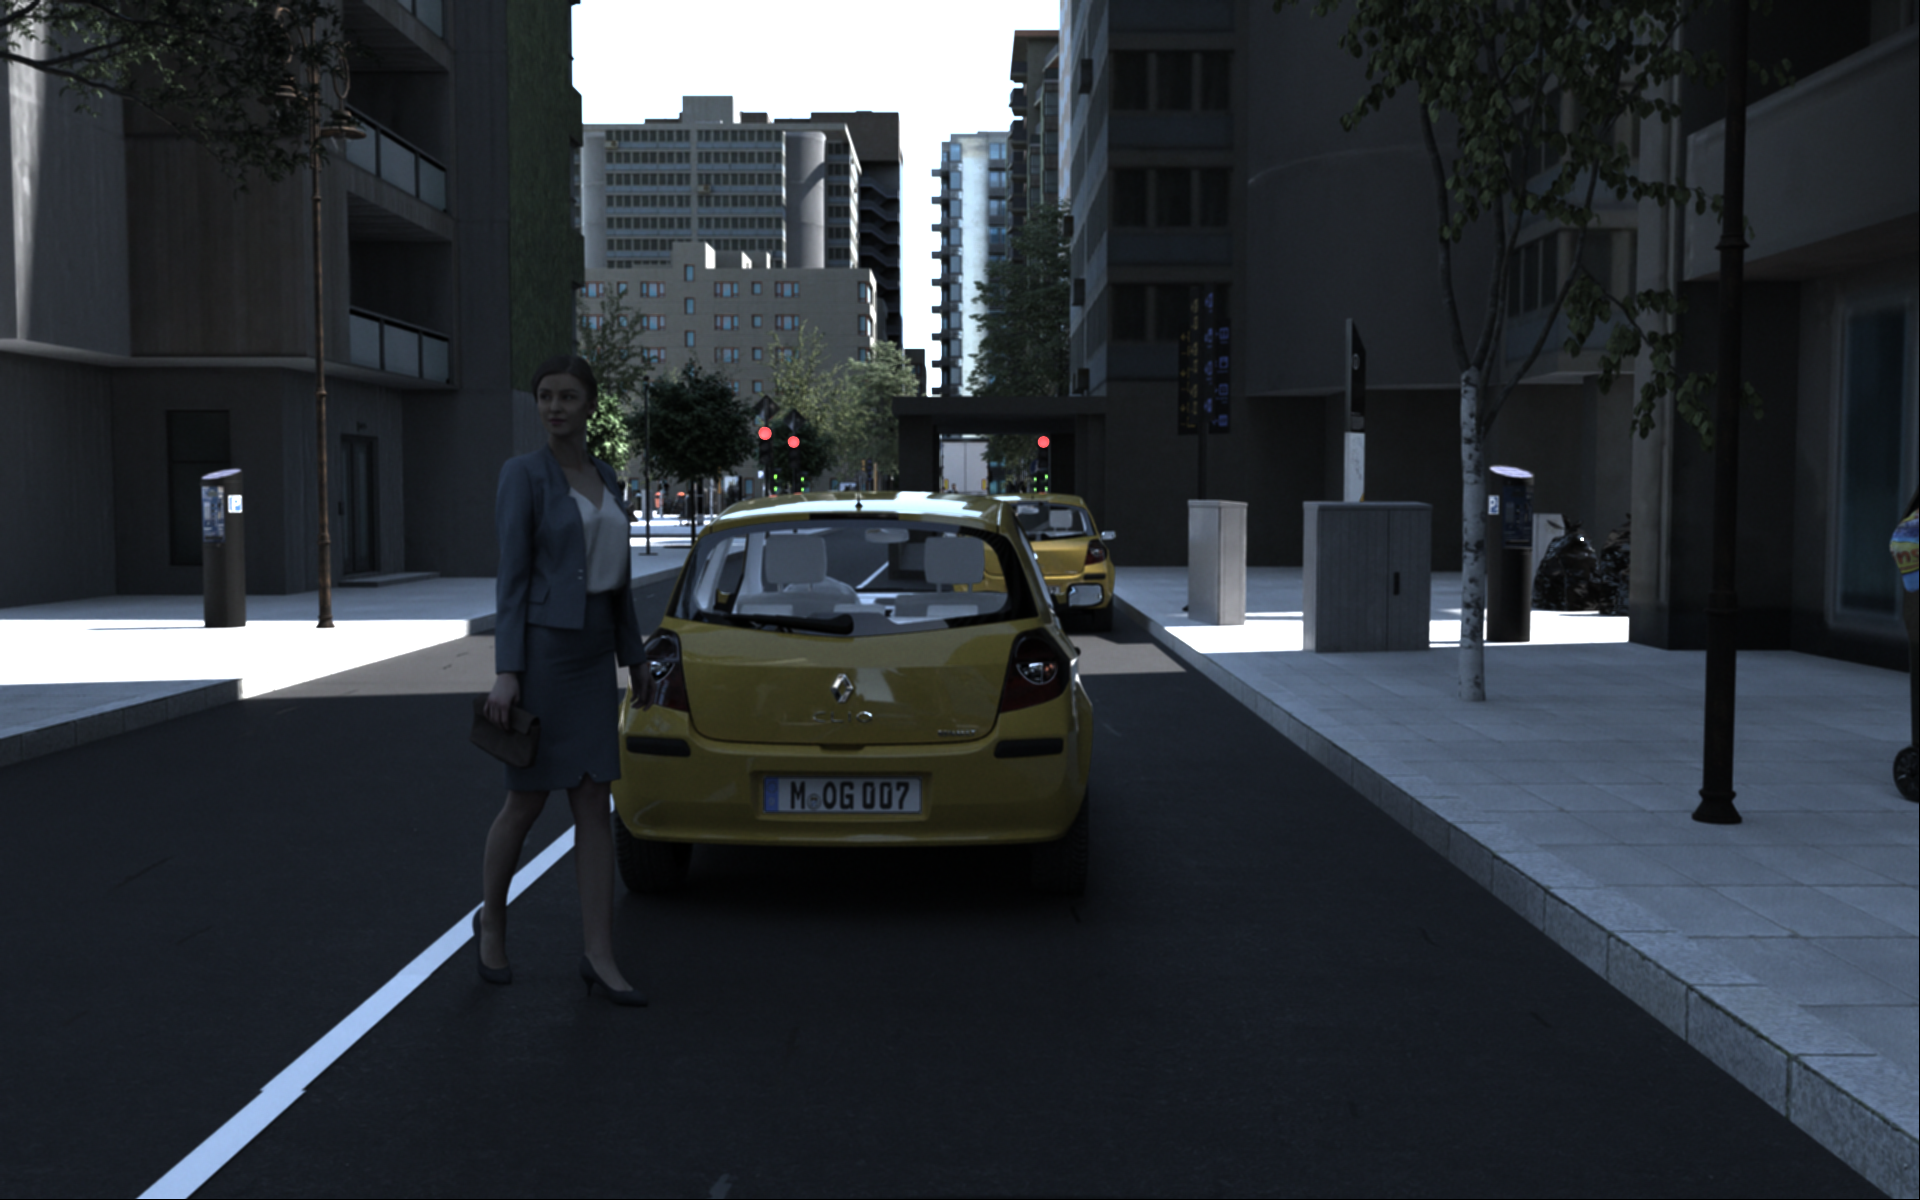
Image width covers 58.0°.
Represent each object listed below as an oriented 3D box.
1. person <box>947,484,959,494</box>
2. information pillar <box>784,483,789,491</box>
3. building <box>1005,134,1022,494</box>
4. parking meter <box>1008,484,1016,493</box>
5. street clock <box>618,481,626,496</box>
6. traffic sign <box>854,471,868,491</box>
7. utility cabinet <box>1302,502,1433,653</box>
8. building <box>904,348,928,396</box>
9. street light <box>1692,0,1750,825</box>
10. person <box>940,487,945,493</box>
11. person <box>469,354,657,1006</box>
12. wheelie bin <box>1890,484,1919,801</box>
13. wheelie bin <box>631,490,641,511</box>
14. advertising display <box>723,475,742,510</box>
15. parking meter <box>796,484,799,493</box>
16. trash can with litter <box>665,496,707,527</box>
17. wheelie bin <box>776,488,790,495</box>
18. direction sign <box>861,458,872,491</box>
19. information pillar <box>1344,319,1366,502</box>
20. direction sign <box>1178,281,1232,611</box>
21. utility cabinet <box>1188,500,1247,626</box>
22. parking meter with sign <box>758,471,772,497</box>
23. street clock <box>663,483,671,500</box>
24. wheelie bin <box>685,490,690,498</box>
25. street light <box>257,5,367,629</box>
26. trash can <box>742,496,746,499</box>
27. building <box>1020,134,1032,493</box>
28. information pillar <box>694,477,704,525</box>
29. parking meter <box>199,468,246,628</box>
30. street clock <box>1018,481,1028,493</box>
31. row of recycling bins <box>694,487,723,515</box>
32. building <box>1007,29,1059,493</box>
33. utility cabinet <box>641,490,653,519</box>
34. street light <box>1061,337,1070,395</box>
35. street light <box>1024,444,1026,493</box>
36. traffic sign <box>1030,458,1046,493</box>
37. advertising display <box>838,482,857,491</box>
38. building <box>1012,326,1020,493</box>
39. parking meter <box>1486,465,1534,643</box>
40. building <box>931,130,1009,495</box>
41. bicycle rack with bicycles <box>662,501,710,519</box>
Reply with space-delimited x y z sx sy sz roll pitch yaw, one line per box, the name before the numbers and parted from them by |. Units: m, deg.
person | -0.329 -4.316 78.422 0.648 1.900 0.474 -3 5 -40
information pillar | -8.631 -4.954 85.484 0.304 2.012 0.304 -1 4 -15
building | 12.230 -31.561 199.610 14.154 41.232 14.086 0 4 0
parking meter | 2.932 -5.649 98.066 0.399 1.863 0.255 -3 4 -39
street clock | -18.191 -5.415 93.098 0.471 2.002 0.358 0 4 4
traffic sign | -5.369 -5.727 93.736 0.768 2.556 0.104 0 4 6
utility cabinet | 3.338 -0.185 14.189 1.020 1.237 0.306 -1 4 -14
building | -19.012 -23.555 230.169 28.899 21.520 27.650 0 4 0
street light | 2.976 -2.070 6.631 0.468 5.910 1.993 0 4 0
person | -0.931 -4.610 84.218 0.599 1.781 0.374 0 4 6
person | -1.152 0.217 4.973 0.581 1.822 0.654 -3 5 -41
wheelie bin | 4.333 0.052 7.053 0.980 1.594 0.693 -1 4 -9
wheelie bin | -24.333 -7.481 130.225 0.980 1.594 0.693 1 4 20
advertising display | -7.723 -3.279 58.833 0.123 1.923 0.974 -3 5 -42
parking meter | -6.702 -3.963 70.506 0.255 1.863 0.399 1 4 14
trash can with litter | -10.954 -3.556 69.200 1.678 1.210 2.233 -1 4 -9
wheelie bin | -8.159 -4.386 79.622 0.693 1.594 0.980 -1 4 -19
direction sign | -5.959 -7.221 110.054 0.876 3.537 0.379 -3 5 -42
information pillar | 5.327 -1.961 23.414 0.183 3.616 0.504 3 4 36
direction sign | 2.638 -1.648 18.935 0.379 3.537 0.876 -1 4 -9
utility cabinet | 2.567 -0.375 17.295 0.306 1.237 1.020 -1 4 -9
parking meter with sign | -14.508 -8.219 130.634 0.543 3.016 1.738 2 4 28
street clock | -19.489 -6.762 115.121 0.471 2.002 0.358 1 4 16
wheelie bin | -20.104 -7.456 129.809 0.693 1.594 0.980 2 4 27
street light | -6.076 -2.668 16.411 0.468 5.910 1.993 0 4 0
trash can | -15.881 -6.971 125.635 0.748 1.137 0.748 0 3 0
building | 12.458 -22.654 142.088 14.160 30.474 14.107 0 4 0
information pillar | -10.675 -4.074 71.102 0.304 2.012 0.304 -1 4 -12
parking meter | -7.089 -0.505 16.669 0.372 1.533 0.369 0 3 0
street clock | 3.490 -5.595 96.052 0.471 2.002 0.358 -2 4 -24
row of recycling bins | -15.170 -6.126 107.269 1.069 1.692 3.534 2 4 27
building | 15.687 -31.121 163.454 22.147 44.769 28.867 0 4 0
utility cabinet | -15.635 -4.768 86.632 0.318 1.500 1.173 0 4 4
street light | 3.096 -4.627 48.431 0.468 5.910 1.993 0 4 0
street light | 3.341 -7.140 89.522 0.468 5.910 1.993 0 4 0
traffic sign | 2.843 -3.744 61.328 0.768 2.556 0.104 0 4 4
advertising display | -5.887 -5.239 90.869 0.974 1.923 0.123 -1 4 -16
building | 12.536 -25.300 185.351 14.160 30.474 14.107 0 4 0
parking meter | 4.782 -0.407 15.064 0.372 1.533 0.369 0 3 0
building | 11.475 -37.192 227.694 30.456 49.044 23.786 0 4 0
bicycle rack with bicycles | -14.102 -4.728 90.689 2.852 0.926 2.925 3 5 43
